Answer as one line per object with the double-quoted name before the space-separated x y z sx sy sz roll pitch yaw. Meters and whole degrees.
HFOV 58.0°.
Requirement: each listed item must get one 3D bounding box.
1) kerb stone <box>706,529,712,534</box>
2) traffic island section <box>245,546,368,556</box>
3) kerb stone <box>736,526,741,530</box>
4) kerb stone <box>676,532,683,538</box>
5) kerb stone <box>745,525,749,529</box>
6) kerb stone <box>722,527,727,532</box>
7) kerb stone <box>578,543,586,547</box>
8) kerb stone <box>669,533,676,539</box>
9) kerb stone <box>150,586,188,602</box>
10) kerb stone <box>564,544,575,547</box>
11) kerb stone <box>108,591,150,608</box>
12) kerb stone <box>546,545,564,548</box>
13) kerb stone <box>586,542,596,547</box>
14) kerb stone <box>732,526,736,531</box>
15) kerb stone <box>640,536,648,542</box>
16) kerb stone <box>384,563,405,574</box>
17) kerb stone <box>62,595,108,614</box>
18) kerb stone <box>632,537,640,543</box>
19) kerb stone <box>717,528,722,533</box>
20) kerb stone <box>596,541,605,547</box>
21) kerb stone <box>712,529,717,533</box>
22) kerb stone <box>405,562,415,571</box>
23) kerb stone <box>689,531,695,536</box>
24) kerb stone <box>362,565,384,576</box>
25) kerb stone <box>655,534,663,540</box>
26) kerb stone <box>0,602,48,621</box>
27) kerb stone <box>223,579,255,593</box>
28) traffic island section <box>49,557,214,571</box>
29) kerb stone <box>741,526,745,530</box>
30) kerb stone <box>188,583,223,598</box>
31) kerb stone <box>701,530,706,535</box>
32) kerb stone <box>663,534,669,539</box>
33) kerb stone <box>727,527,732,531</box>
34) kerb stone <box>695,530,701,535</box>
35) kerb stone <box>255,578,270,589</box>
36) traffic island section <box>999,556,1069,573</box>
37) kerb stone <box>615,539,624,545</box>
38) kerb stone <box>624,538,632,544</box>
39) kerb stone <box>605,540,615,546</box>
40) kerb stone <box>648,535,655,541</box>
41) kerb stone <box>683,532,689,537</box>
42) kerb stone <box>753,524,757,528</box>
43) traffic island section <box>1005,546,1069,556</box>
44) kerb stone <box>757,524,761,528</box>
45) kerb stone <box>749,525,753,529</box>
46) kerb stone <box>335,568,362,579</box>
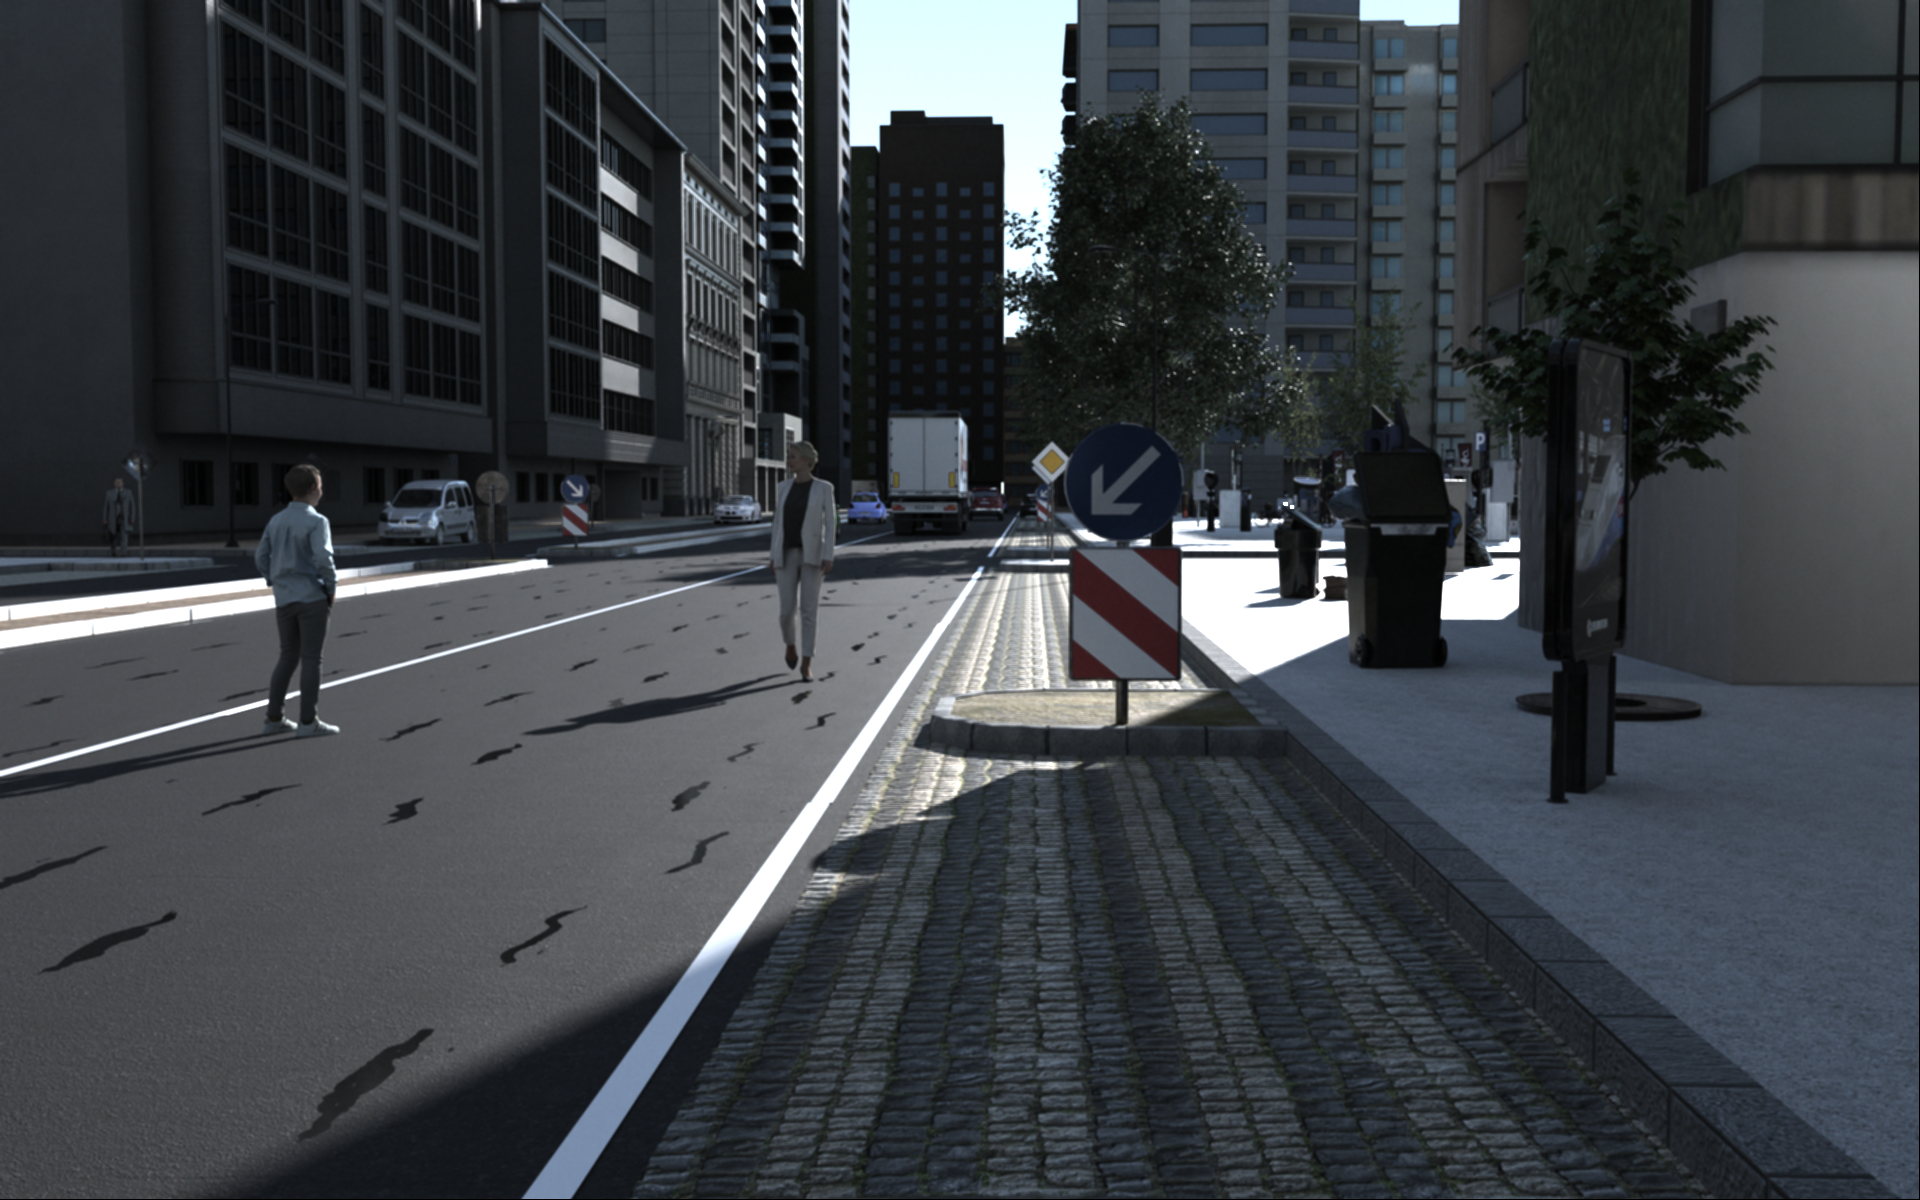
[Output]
"kerb stone" -9.098 -2.415 61.757 0.120 0.150 1.000 0 4 2
"traffic island section" -15.489 -1.171 41.430 2.009 0.180 2.903 0 4 2
"kerb stone" -8.838 -2.796 67.903 0.120 0.150 1.000 0 4 2
"kerb stone" -9.311 -2.105 56.614 0.120 0.150 1.000 0 4 2
"kerb stone" -8.760 -2.921 69.950 0.120 0.150 1.000 0 4 2
"kerb stone" -8.970 -2.607 64.822 0.120 0.150 1.000 0 4 2
"kerb stone" -9.823 -1.349 44.299 0.120 0.150 1.000 0 4 2
"kerb stone" -9.349 -2.042 55.587 0.120 0.150 1.000 0 4 2
"kerb stone" -10.691 -0.063 23.227 0.120 0.150 1.000 0 4 2
"kerb stone" -9.860 -1.289 43.274 0.120 0.150 1.000 0 4 2
"kerb stone" -10.736 0.002 22.204 0.120 0.150 1.000 0 4 2
"kerb stone" -9.906 -1.224 42.253 0.120 0.150 1.000 0 4 2
"kerb stone" -9.774 -1.414 45.320 0.120 0.150 1.000 0 4 2
"kerb stone" -8.890 -2.733 66.882 0.120 0.150 1.000 0 4 2
"kerb stone" -9.519 -1.792 51.487 0.120 0.150 1.000 0 4 2
"kerb stone" -10.350 -0.564 31.413 0.120 0.150 1.000 0 4 2
"kerb stone" -10.779 0.063 21.183 0.120 0.150 1.000 0 4 2
"kerb stone" -9.561 -1.723 50.463 0.120 0.150 1.000 0 4 2
"kerb stone" -9.012 -2.545 63.800 0.120 0.150 1.000 0 4 2
"kerb stone" -9.740 -1.472 46.342 0.120 0.150 1.000 0 4 2
"kerb stone" -9.051 -2.482 62.778 0.120 0.150 1.000 0 4 2
"kerb stone" -10.315 -0.626 32.450 0.120 0.150 1.000 0 4 2
"kerb stone" -9.225 -2.231 58.671 0.120 0.150 1.000 0 4 2
"kerb stone" -10.395 -0.494 30.387 0.120 0.150 1.000 0 4 2
"kerb stone" -9.440 -1.917 53.545 0.120 0.150 1.000 0 4 2
"kerb stone" -10.819 0.124 20.162 0.120 0.150 1.000 0 4 2
"kerb stone" -10.615 -0.188 25.269 0.120 0.150 1.000 0 4 2
"traffic island section" -15.819 -0.683 33.452 2.009 0.180 2.903 0 4 2
"kerb stone" -8.801 -2.858 68.925 0.120 0.150 1.000 0 4 2
"kerb stone" -10.651 -0.126 24.248 0.120 0.150 1.000 0 4 2
"kerb stone" -9.148 -2.357 60.735 0.120 0.150 1.000 0 4 2
"kerb stone" -9.400 -1.980 54.566 0.120 0.150 1.000 0 4 2
"kerb stone" -8.925 -2.664 65.844 0.120 0.150 1.000 0 4 2
"kerb stone" -9.179 -2.288 59.701 0.120 0.150 1.000 0 4 2
"kerb stone" -10.568 -0.251 26.298 0.120 0.150 1.000 0 4 2
"traffic island section" 1.757 -0.639 32.722 2.009 0.180 2.903 0 4 2
"kerb stone" -9.650 -1.603 48.399 0.120 0.150 1.000 0 4 2
"kerb stone" -9.609 -1.666 49.435 0.120 0.150 1.000 0 4 2
"kerb stone" -9.693 -1.530 47.364 0.120 0.150 1.000 0 4 2
"kerb stone" -9.482 -1.853 52.509 0.120 0.150 1.000 0 4 2
"kerb stone" -9.265 -2.168 57.650 0.120 0.150 1.000 0 4 2
"kerb stone" -8.669 -3.044 71.993 0.120 0.150 1.000 0 4 2
"traffic island section" 2.087 -1.127 40.700 2.009 0.180 2.903 0 4 2
"kerb stone" -8.627 -3.102 73.023 0.120 0.150 1.000 0 4 2
"kerb stone" -8.718 -2.982 70.972 0.120 0.150 1.000 0 4 2
"kerb stone" -10.444 -0.439 29.365 0.120 0.150 1.000 0 4 2
